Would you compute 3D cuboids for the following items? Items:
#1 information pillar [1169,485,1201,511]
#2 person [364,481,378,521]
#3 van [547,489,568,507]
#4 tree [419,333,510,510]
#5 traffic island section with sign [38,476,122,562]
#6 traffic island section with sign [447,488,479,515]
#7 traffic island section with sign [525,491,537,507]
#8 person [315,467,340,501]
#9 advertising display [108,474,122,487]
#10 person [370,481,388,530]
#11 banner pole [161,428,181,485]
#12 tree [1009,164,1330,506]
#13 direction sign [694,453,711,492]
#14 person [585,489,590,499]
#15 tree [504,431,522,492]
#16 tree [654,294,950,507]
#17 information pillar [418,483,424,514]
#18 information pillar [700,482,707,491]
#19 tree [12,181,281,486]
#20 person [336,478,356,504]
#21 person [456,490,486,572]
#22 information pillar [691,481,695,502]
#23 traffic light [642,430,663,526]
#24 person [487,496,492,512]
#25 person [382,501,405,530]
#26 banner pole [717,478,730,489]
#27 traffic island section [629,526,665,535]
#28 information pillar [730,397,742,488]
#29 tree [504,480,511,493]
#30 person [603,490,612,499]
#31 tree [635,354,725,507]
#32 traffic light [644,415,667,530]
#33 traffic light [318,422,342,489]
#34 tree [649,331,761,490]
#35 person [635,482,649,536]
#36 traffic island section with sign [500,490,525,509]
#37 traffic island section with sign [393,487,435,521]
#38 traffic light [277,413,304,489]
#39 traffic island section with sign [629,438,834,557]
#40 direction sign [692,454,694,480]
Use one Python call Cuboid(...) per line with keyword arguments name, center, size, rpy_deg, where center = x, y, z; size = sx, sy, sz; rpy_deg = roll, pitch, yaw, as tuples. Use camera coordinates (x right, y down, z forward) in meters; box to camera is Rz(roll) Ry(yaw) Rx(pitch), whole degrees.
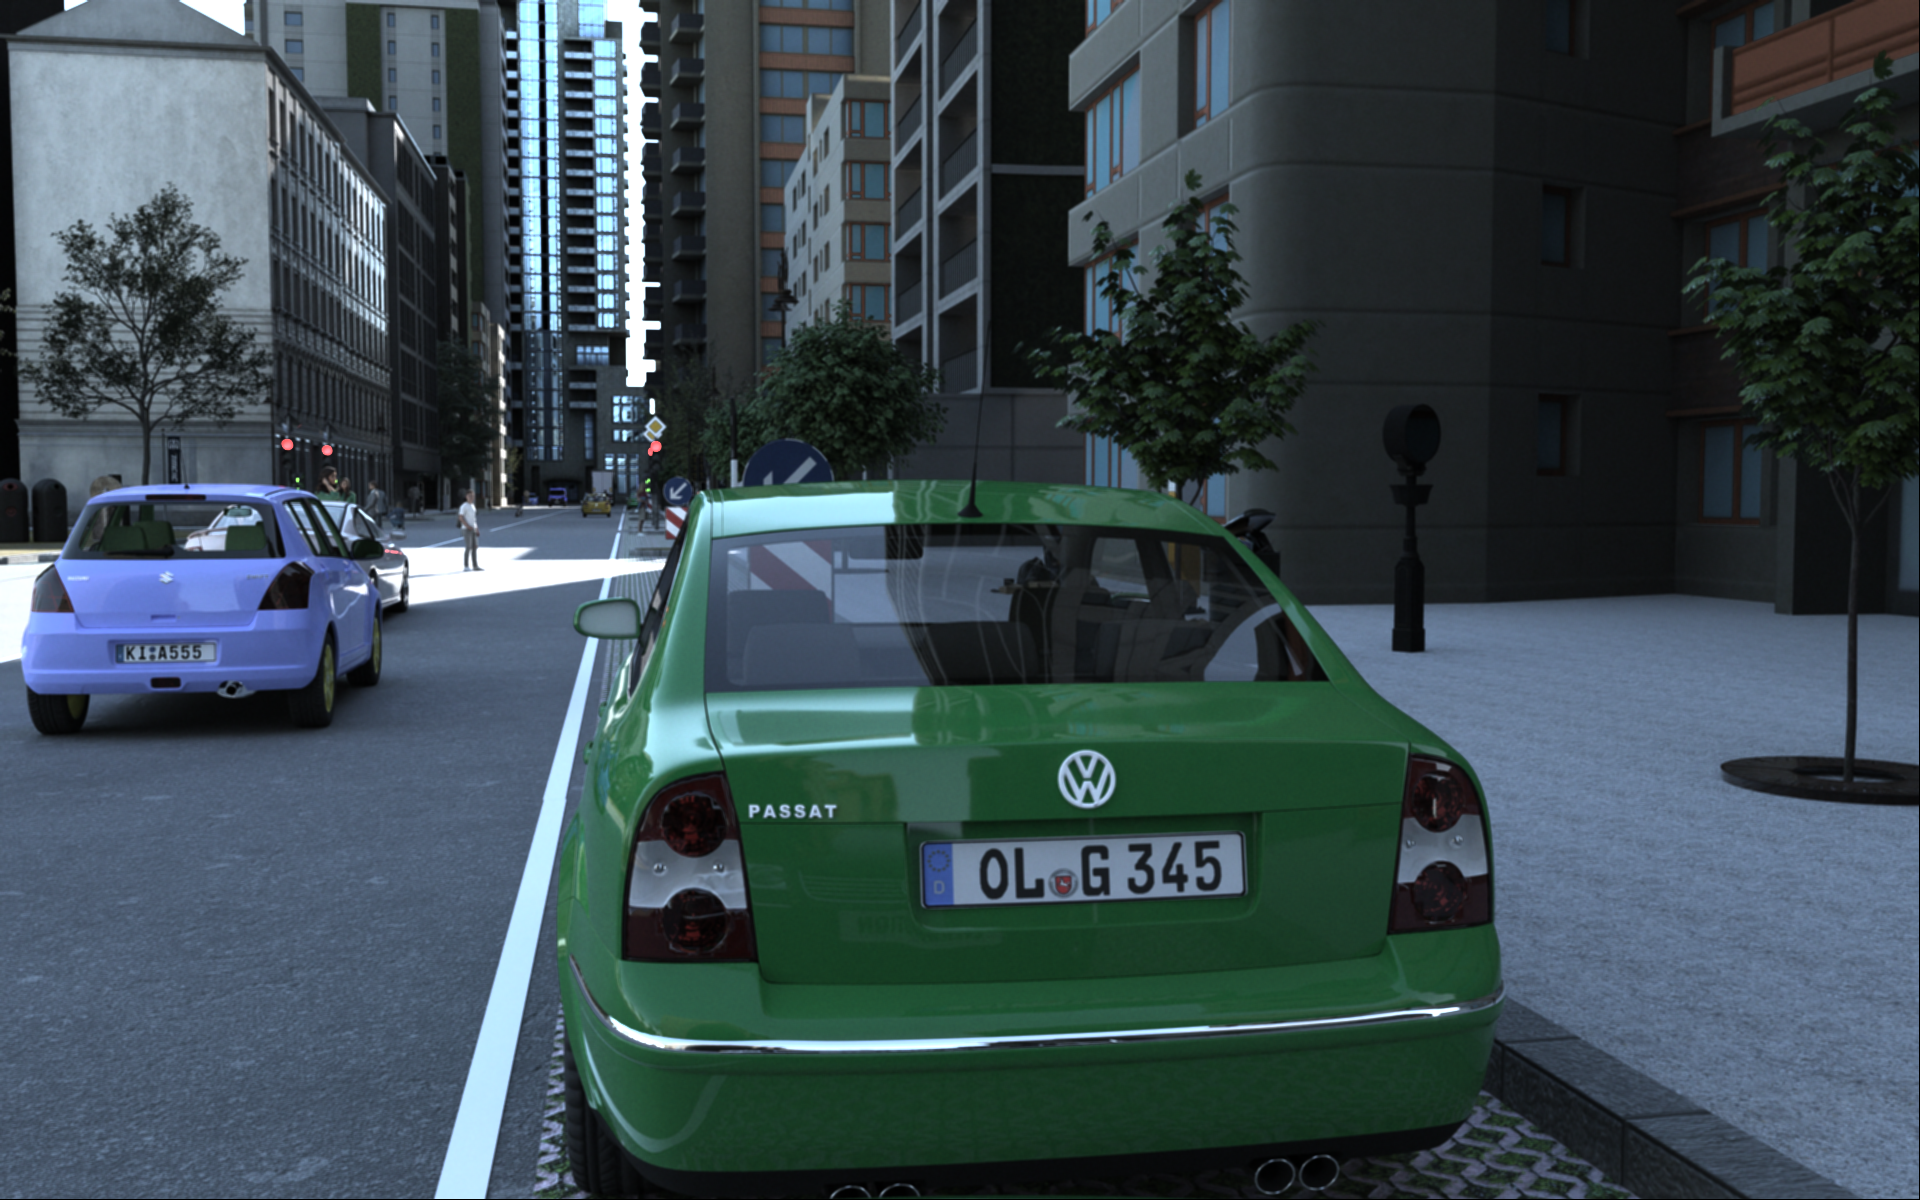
Cuboid(name="information pillar", center=(2.402, -1.654, 18.403), size=(0.183, 3.616, 0.504), rpy_deg=(3, 5, 43))
Cuboid(name="person", center=(-16.026, -2.333, 46.921), size=(0.573, 1.790, 0.520), rpy_deg=(-2, 4, -29))
Cuboid(name="van", center=(-44.685, -11.492, 192.277), size=(2.240, 2.365, 5.245), rpy_deg=(-1, 4, -12))
Cuboid(name="tree", center=(-40.566, -14.000, 135.558), size=(9.857, 13.997, 8.962), rpy_deg=(0, 3, 0))
Cuboid(name="traffic island section with sign", center=(-18.500, -1.756, 37.332), size=(1.989, 1.847, 2.006), rpy_deg=(-1, 4, -11))
Cuboid(name="traffic island section with sign", center=(-34.172, -6.760, 119.151), size=(1.989, 1.847, 2.006), rpy_deg=(-1, 4, -11))
Cuboid(name="traffic island section with sign", center=(-48.600, -11.366, 194.457), size=(1.989, 1.847, 2.006), rpy_deg=(-1, 4, -11))
Cuboid(name="person", center=(-8.535, -0.896, 23.398), size=(0.529, 1.795, 0.600), rpy_deg=(0, 4, -1))
Cuboid(name="advertising display", center=(-27.973, -3.190, 57.366), size=(0.123, 1.923, 0.974), rpy_deg=(-1, 4, -8))
Cuboid(name="person", center=(-17.304, -2.620, 51.438), size=(0.391, 1.810, 0.635), rpy_deg=(1, 4, 18))
Cuboid(name="banner pole", center=(-30.012, -4.637, 65.833), size=(0.401, 3.779, 0.863), rpy_deg=(3, 5, 44))
Cuboid(name="tree", center=(1.408, -0.954, 10.206), size=(1.663, 3.219, 1.824), rpy_deg=(0, 3, 0))
Cuboid(name="direction sign", center=(-14.272, -6.414, 96.860), size=(0.379, 3.537, 0.876), rpy_deg=(3, 4, 38))
Cuboid(name="person", center=(-27.384, -7.240, 127.138), size=(0.793, 1.790, 0.793), rpy_deg=(2, 4, 32))
Cuboid(name="tree", center=(-49.635, -14.523, 187.815), size=(4.360, 8.622, 3.978), rpy_deg=(0, 3, 0))
Cuboid(name="tree", center=(-1.974, -2.734, 28.413), size=(4.285, 4.588, 4.351), rpy_deg=(0, 3, 0))
Cuboid(name="information pillar", center=(-34.217, -6.448, 109.918), size=(0.304, 2.012, 0.304), rpy_deg=(-1, 4, -18))
Cuboid(name="information pillar", center=(-15.148, -5.980, 102.266), size=(0.304, 2.012, 0.304), rpy_deg=(1, 4, 10))
Cuboid(name="tree", center=(-23.762, -7.127, 50.933), size=(7.601, 10.594, 8.767), rpy_deg=(-3, 5, -40))
Cuboid(name="person", center=(-14.163, -1.907, 39.934), size=(0.600, 1.795, 0.529), rpy_deg=(-1, 4, -15))
Cuboid(name="person", center=(-9.079, -1.286, 32.128), size=(0.523, 1.515, 0.503), rpy_deg=(-1, 4, -15))
Cuboid(name="information pillar", center=(-14.566, -5.484, 94.159), size=(0.304, 2.012, 0.304), rpy_deg=(-1, 4, -12))
Cuboid(name="traffic light", center=(-12.412, -4.954, 69.922), size=(0.839, 4.253, 0.868), rpy_deg=(-1, 4, -11))
Cuboid(name="person", center=(-38.599, -7.879, 141.998), size=(0.373, 1.253, 0.362), rpy_deg=(-2, 4, -24))
Cuboid(name="person", center=(-22.480, -3.359, 68.926), size=(1.012, 1.151, 0.738), rpy_deg=(-3, 5, -40))
Cuboid(name="banner pole", center=(-13.020, -6.485, 96.040), size=(0.863, 3.779, 0.401), rpy_deg=(-1, 4, -16))
Cuboid(name="traffic island section", center=(-10.868, -2.442, 62.201), size=(2.009, 0.180, 2.903), rpy_deg=(-1, 4, -11))
Cuboid(name="information pillar", center=(-5.458, -3.088, 41.840), size=(0.183, 3.616, 0.504), rpy_deg=(-1, 4, -17))
Cuboid(name="tree", center=(-51.251, -12.227, 194.508), size=(1.663, 3.219, 1.824), rpy_deg=(0, 3, 0))
Cuboid(name="person", center=(-37.066, -10.575, 181.035), size=(1.348, 1.869, 0.705), rpy_deg=(-1, 4, -15))
Cuboid(name="tree", center=(-14.457, -8.558, 90.283), size=(4.737, 8.622, 4.395), rpy_deg=(0, 3, 0))
Cuboid(name="traffic light", center=(-10.909, -4.475, 62.079), size=(0.839, 4.253, 0.868), rpy_deg=(-1, 4, -11))
Cuboid(name="traffic light", center=(-24.599, -4.811, 67.580), size=(0.839, 4.253, 0.868), rpy_deg=(-1, 4, -11))
Cuboid(name="tree", center=(-11.134, -7.799, 77.870), size=(4.360, 8.622, 3.978), rpy_deg=(0, 3, 0))
Cuboid(name="person", center=(-10.858, -3.104, 59.231), size=(0.573, 1.828, 0.580), rpy_deg=(-2, 4, -35))
Cuboid(name="traffic island section with sign", center=(-43.522, -9.746, 167.982), size=(1.989, 1.847, 2.006), rpy_deg=(-1, 4, -11))
Cuboid(name="traffic island section with sign", center=(-28.973, -5.101, 92.021), size=(1.989, 1.847, 2.006), rpy_deg=(-1, 4, -11))
Cuboid(name="traffic light", center=(-23.097, -4.331, 59.737), size=(0.839, 4.253, 0.868), rpy_deg=(-1, 4, -11))
Cuboid(name="traffic island section with sign", center=(-1.468, -0.275, 13.128), size=(1.989, 1.847, 2.006), rpy_deg=(-1, 4, -11))
Cuboid(name="direction sign", center=(-14.929, -6.535, 98.846), size=(0.876, 3.537, 0.379), rpy_deg=(2, 4, 25))
